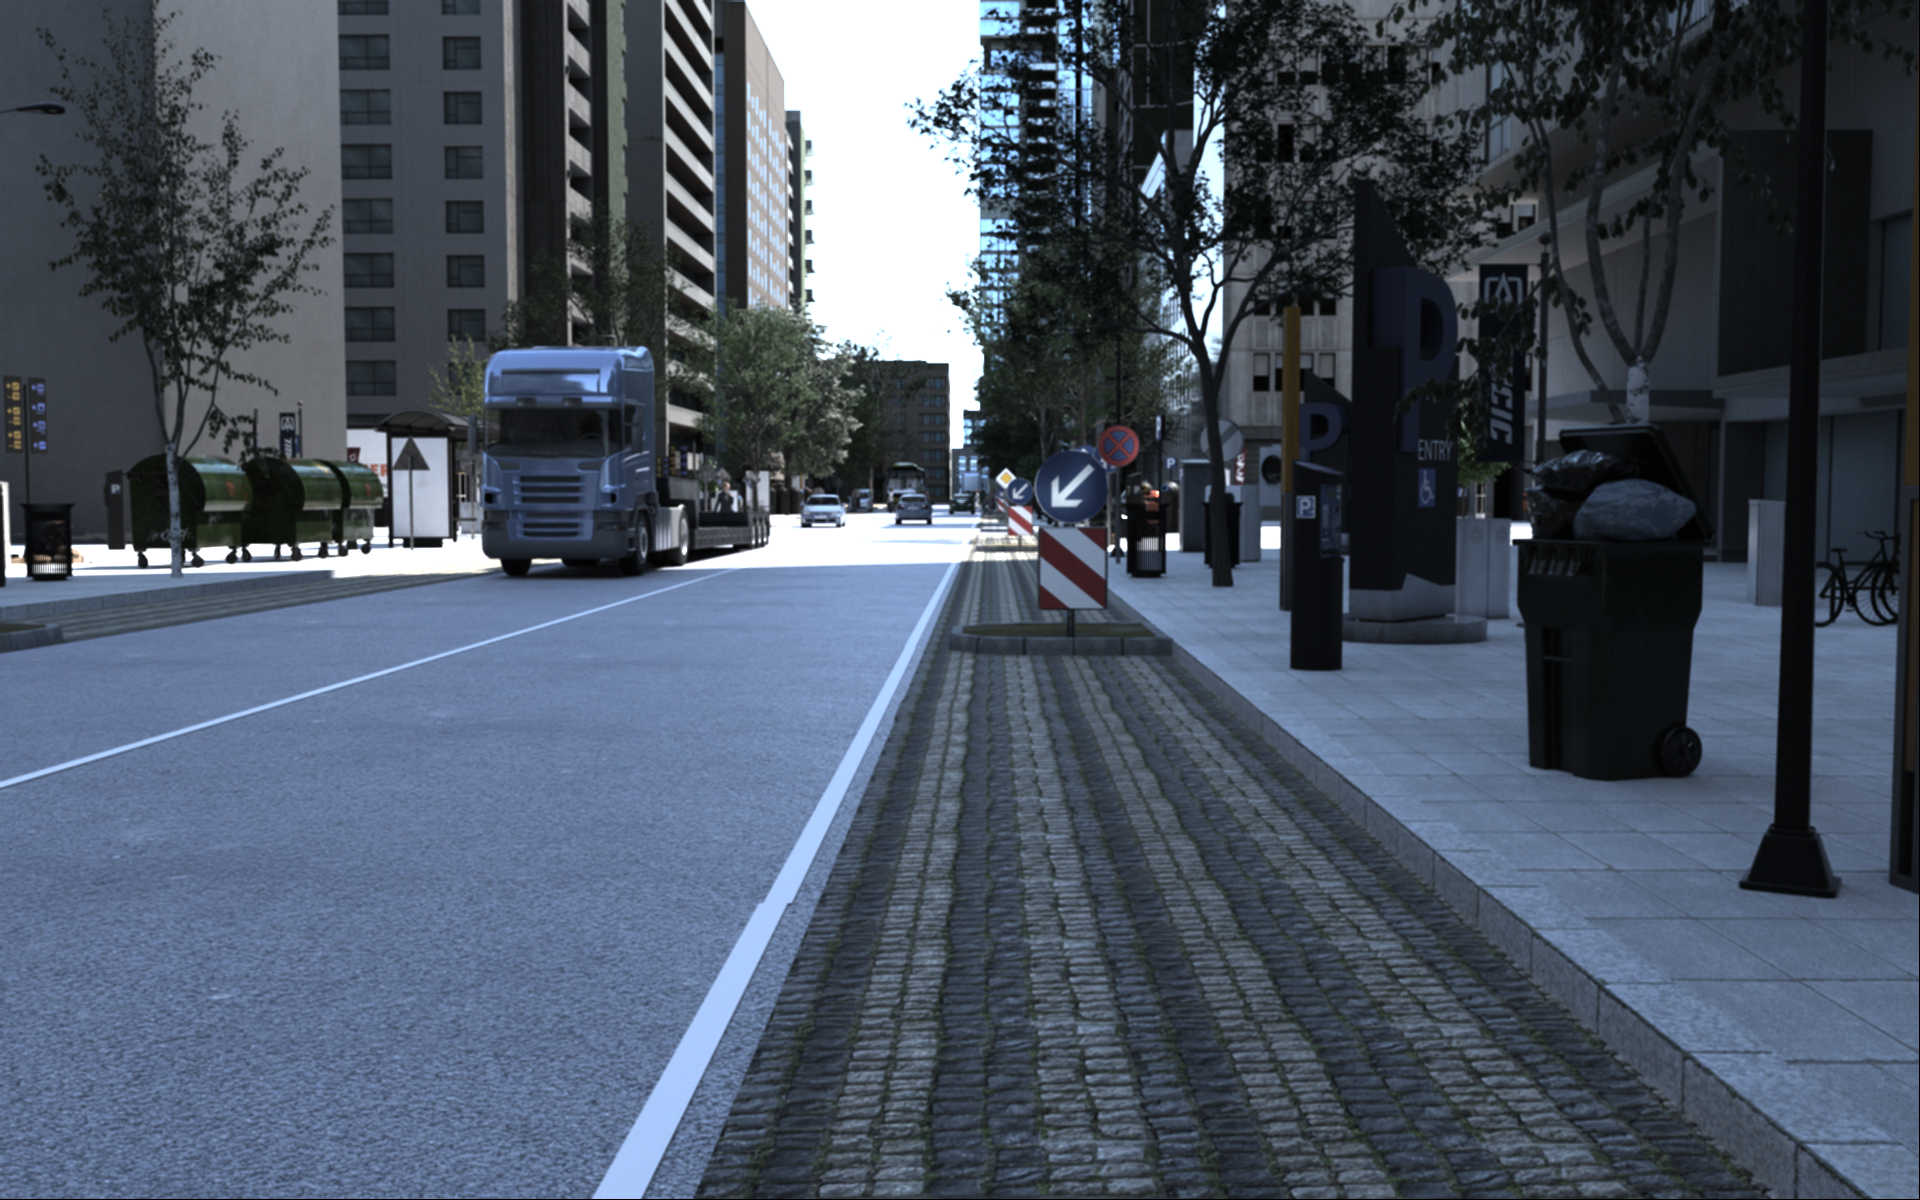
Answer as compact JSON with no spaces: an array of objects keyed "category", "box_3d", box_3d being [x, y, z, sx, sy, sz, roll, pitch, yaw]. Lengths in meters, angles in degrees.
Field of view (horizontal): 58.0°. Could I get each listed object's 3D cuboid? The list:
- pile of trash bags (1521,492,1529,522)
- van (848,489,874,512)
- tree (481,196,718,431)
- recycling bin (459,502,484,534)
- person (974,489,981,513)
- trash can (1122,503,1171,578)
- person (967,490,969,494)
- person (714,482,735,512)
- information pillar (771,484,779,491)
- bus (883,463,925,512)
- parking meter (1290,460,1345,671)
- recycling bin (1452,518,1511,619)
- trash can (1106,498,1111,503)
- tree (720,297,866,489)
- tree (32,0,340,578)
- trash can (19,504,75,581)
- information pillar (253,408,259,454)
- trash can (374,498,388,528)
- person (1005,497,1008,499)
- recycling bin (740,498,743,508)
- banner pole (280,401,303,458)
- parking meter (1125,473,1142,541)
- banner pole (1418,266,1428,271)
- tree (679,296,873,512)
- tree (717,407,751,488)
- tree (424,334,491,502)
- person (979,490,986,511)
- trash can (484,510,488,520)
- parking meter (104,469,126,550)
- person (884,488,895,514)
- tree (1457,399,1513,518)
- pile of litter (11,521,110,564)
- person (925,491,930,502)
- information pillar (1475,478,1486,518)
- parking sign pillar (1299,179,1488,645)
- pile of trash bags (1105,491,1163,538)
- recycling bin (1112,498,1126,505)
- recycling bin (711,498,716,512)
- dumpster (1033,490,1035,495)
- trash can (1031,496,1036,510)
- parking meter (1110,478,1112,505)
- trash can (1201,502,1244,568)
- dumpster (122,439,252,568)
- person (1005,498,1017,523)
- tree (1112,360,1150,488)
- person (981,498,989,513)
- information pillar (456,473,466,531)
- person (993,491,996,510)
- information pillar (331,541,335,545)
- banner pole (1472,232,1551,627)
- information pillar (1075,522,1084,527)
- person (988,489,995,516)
[{"category":"pile of trash bags","box_3d":[27.566,-4.273,79.614,3.447,1.369,1.912,1,4,10]},{"category":"van","box_3d":[-7.708,-7.833,135.080,2.013,2.044,4.112,0,4,1]},{"category":"tree","box_3d":[-11.560,-7.395,55.315,8.767,10.594,7.601,1,4,14]},{"category":"recycling bin","box_3d":[-15.757,-2.649,55.863,0.722,1.027,0.722,-1,4,-21]},{"category":"person","box_3d":[1.297,-7.398,129.813,0.624,1.780,0.694,2,4,28]},{"category":"trash can","box_3d":[2.873,-0.920,26.688,0.748,1.137,0.748,0,3,0]},{"category":"person","box_3d":[0.852,-10.201,175.271,0.705,1.826,1.348,-2,4,-30]},{"category":"person","box_3d":[-6.658,-2.441,48.837,0.534,1.772,0.576,2,4,27]},{"category":"information pillar","box_3d":[-13.369,-7.297,123.801,0.304,2.012,0.304,-3,5,-44]},{"category":"bus","box_3d":[-4.363,-9.083,140.057,2.896,3.916,12.252,0,4,2]},{"category":"parking meter","box_3d":[2.620,-0.262,12.699,0.372,1.533,0.369,0,3,0]},{"category":"recycling bin","box_3d":[5.203,-0.332,17.979,0.722,1.027,0.722,-2,4,-31]},{"category":"trash can","box_3d":[4.808,-2.930,59.567,0.748,1.137,0.748,0,3,0]},{"category":"tree","box_3d":[-10.994,-12.560,112.007,9.857,13.997,8.962,0,3,0]},{"category":"tree","box_3d":[-11.861,-4.637,26.183,4.360,8.622,3.978,0,3,0]},{"category":"trash can","box_3d":[-13.517,-0.858,25.686,0.748,1.137,0.748,0,3,0]},{"category":"information pillar","box_3d":[-19.062,-3.400,46.950,0.183,3.616,0.504,-1,4,-16]},{"category":"trash can","box_3d":[-22.115,-3.333,66.152,0.748,1.137,0.748,0,3,0]},{"category":"person","box_3d":[3.409,-7.442,130.448,0.793,1.790,0.793,0,4,-3]},{"category":"recycling bin","box_3d":[-13.688,-5.667,105.209,0.722,1.027,0.722,3,5,41]},{"category":"banner pole","box_3d":[-18.014,-3.476,46.847,0.863,3.779,0.401,1,4,13]},{"category":"parking meter","box_3d":[4.708,-2.521,46.934,0.399,1.863,0.255,-2,4,-29]},{"category":"banner pole","box_3d":[4.941,-1.790,19.289,0.401,3.779,0.863,-2,4,-33]},{"category":"tree","box_3d":[-10.813,-10.107,91.005,9.928,11.665,9.643,0,3,0]},{"category":"tree","box_3d":[-18.660,-11.670,141.173,4.737,8.622,4.395,0,3,0]},{"category":"tree","box_3d":[-22.115,-7.848,78.684,4.737,8.622,4.395,0,3,0]},{"category":"person","box_3d":[1.926,-8.227,143.259,0.600,1.795,0.529,-2,4,-31]},{"category":"trash can","box_3d":[-13.105,-2.271,48.784,0.748,1.137,0.748,0,3,0]},{"category":"parking meter","box_3d":[-19.360,-2.077,39.665,0.399,1.863,0.255,-2,4,-34]},{"category":"person","box_3d":[-5.062,-7.115,124.676,0.795,1.843,0.661,0,4,4]},{"category":"tree","box_3d":[17.267,-4.630,59.421,4.285,4.588,4.351,0,3,0]},{"category":"pile of litter","box_3d":[-16.800,-1.108,32.080,1.719,0.858,1.176,0,4,4]},{"category":"person","box_3d":[-3.379,-10.553,181.496,0.683,1.767,0.568,0,4,-3]},{"category":"information pillar","box_3d":[21.999,-4.202,73.202,0.304,2.012,0.304,3,5,39]},{"category":"parking sign pillar","box_3d":[3.957,-1.644,15.353,1.447,3.967,1.447,3,5,40]},{"category":"pile of trash bags","box_3d":[5.127,-2.505,50.702,1.912,1.369,3.447,-1,4,-16]},{"category":"recycling bin","box_3d":[9.517,-5.585,103.870,0.722,1.027,0.722,-1,4,-9]},{"category":"recycling bin","box_3d":[-16.334,-6.390,117.028,0.722,1.027,0.722,2,4,31]},{"category":"dumpster","box_3d":[6.086,-8.565,145.798,1.264,1.857,1.865,0,4,1]},{"category":"trash can","box_3d":[6.127,-7.952,141.669,0.748,1.137,0.748,0,3,0]},{"category":"parking meter","box_3d":[5.209,-3.425,61.710,0.399,1.863,0.255,0,4,5]},{"category":"trash can","box_3d":[4.558,-1.128,30.096,0.748,1.137,0.748,0,3,0]},{"category":"dumpster","box_3d":[-13.676,-1.724,30.679,1.502,2.255,1.985,0,4,1]},{"category":"person","box_3d":[2.545,-4.609,84.205,0.721,1.781,0.623,-3,5,-42]},{"category":"tree","box_3d":[9.542,-8.437,88.308,4.360,8.622,3.978,0,3,0]},{"category":"person","box_3d":[1.849,-7.170,131.222,1.012,1.151,0.738,2,4,34]},{"category":"information pillar","box_3d":[-17.267,-3.382,59.788,0.304,2.012,0.304,2,4,26]},{"category":"person","box_3d":[3.119,-9.001,156.602,0.436,1.711,0.756,0,4,7]},{"category":"information pillar","box_3d":[-16.020,-2.406,43.830,0.304,2.012,0.304,0,4,-4]},{"category":"banner pole","box_3d":[5.354,-1.628,16.629,0.863,3.779,0.401,0,4,0]},{"category":"information pillar","box_3d":[3.242,-2.637,47.606,0.304,2.012,0.304,3,4,38]},{"category":"person","box_3d":[1.995,-6.212,110.404,0.599,1.781,0.374,-2,4,-30]}]
